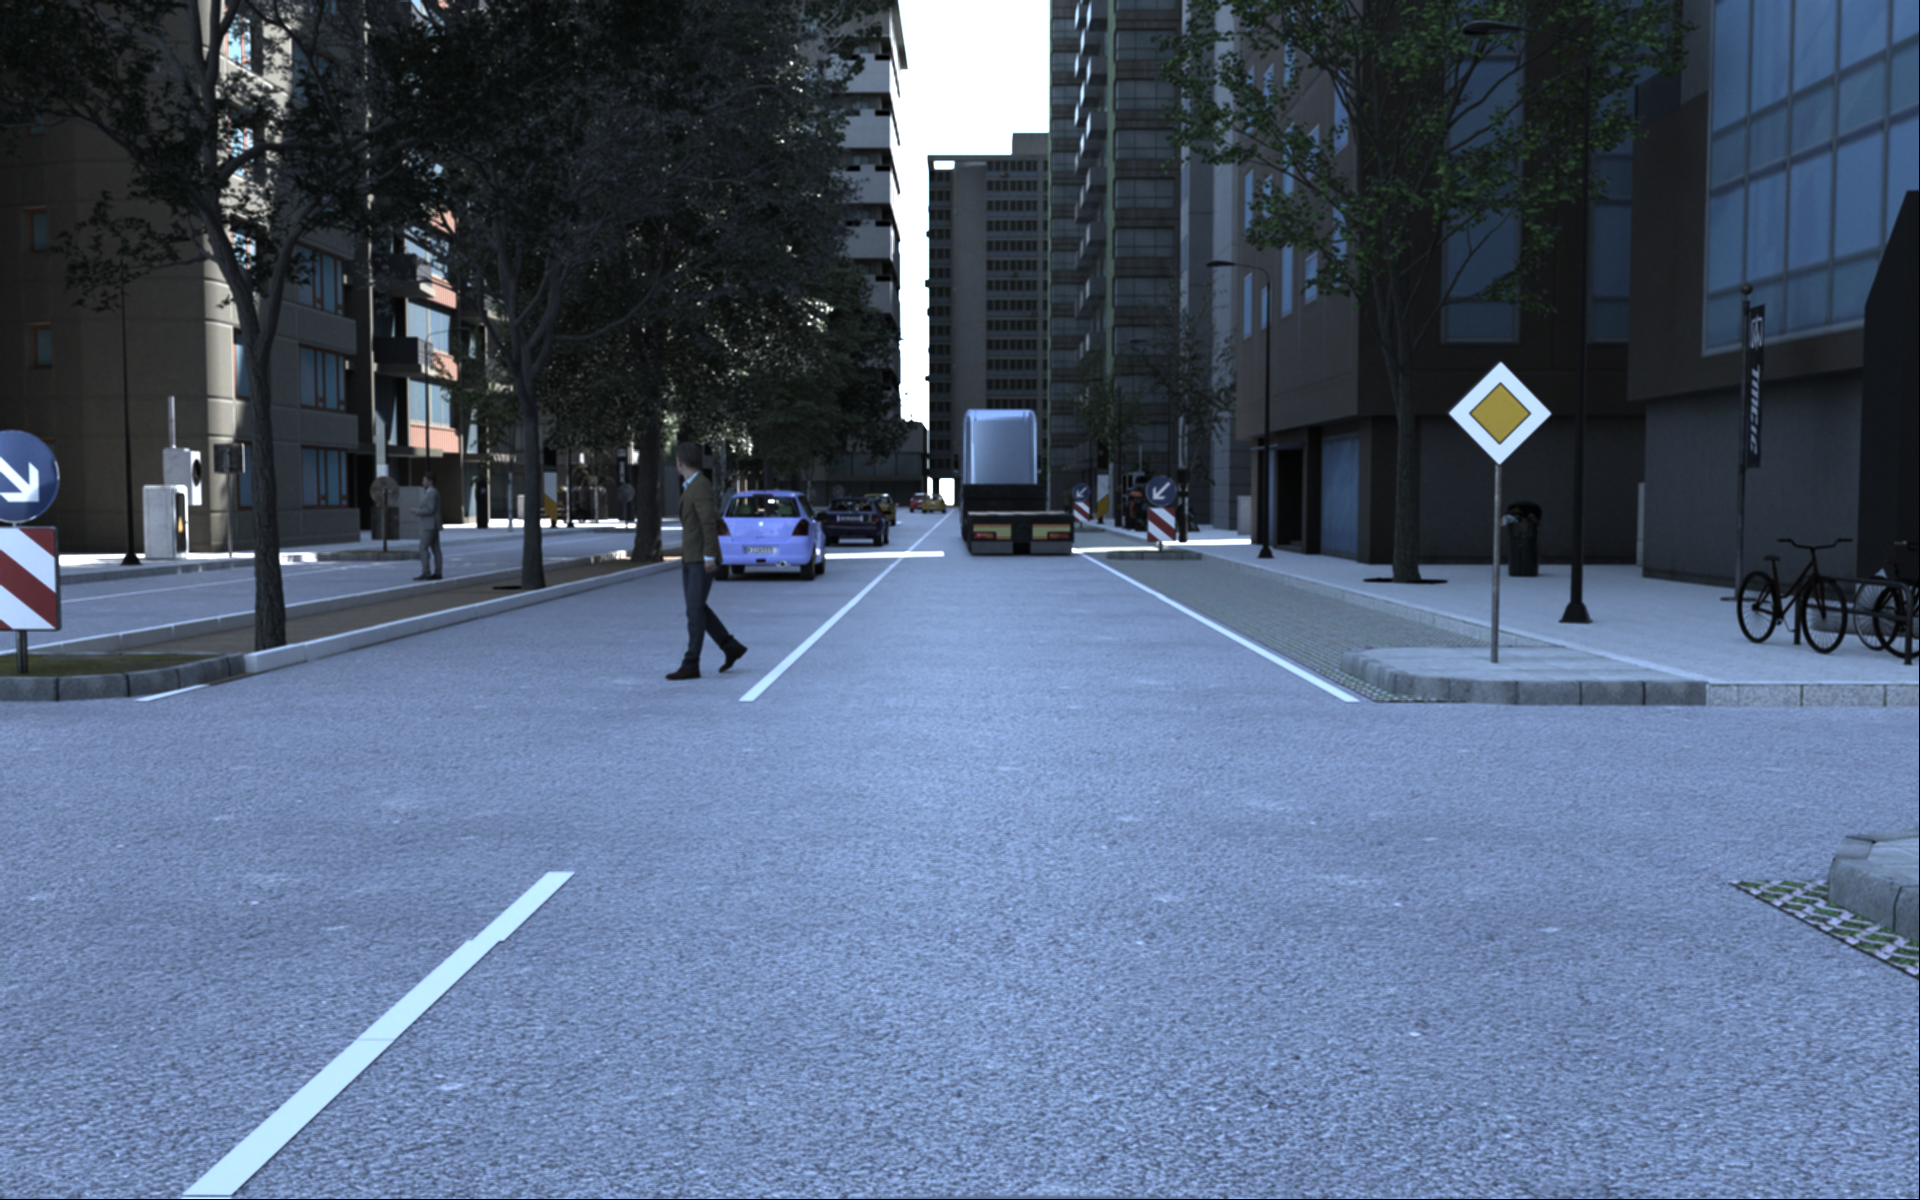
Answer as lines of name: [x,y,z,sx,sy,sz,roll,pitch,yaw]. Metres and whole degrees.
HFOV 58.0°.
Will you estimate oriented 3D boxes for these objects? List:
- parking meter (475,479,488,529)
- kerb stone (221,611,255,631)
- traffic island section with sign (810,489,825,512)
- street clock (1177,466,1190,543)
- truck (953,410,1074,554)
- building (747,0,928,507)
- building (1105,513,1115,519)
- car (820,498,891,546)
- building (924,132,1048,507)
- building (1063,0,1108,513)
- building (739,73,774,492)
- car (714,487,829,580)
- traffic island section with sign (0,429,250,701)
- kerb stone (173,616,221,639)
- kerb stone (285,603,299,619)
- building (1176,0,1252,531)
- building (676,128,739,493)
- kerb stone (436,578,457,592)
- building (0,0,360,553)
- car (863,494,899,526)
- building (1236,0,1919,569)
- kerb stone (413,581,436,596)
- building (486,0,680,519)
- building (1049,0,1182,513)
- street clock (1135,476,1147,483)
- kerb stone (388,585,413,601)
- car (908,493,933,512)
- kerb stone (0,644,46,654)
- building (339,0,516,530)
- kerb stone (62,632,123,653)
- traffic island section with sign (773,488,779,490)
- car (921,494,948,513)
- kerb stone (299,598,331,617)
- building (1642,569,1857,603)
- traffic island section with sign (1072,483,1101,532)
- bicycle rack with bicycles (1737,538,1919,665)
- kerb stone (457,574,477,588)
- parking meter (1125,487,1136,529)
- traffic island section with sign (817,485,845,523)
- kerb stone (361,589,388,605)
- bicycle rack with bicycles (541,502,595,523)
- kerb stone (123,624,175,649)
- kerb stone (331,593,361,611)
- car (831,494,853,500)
parking meter: [-17.817,-3.596,64.512,0.399,1.863,0.255,-3,5,-40]
kerb stone: [-7.722,0.230,18.441,0.120,0.150,1.000,0,4,0]
traffic island section with sign: [-12.072,-8.175,142.295,1.989,1.847,2.006,0,4,0]
street clock: [5.870,-2.504,45.505,0.358,2.002,0.471,1,4,23]
truck: [1.332,-3.646,49.369,2.967,4.110,18.799,0,4,-1]
building: [-17.513,-36.453,185.251,27.495,52.752,28.713,0,4,0]
building: [15.057,-25.232,96.143,14.154,41.232,14.086,0,4,0]
car: [-2.934,-2.213,48.767,1.945,1.354,3.894,0,4,1]
building: [8.249,-30.375,188.508,23.993,40.220,32.217,0,4,0]
building: [19.423,-30.496,118.212,23.786,49.044,30.456,0,4,0]
building: [-28.380,-27.871,147.573,23.993,40.220,32.217,0,4,0]
car: [-3.264,-1.251,30.047,1.945,1.707,3.694,0,4,-1]
traffic island section with sign: [-6.697,-0.292,12.916,2.006,1.907,1.989,0,4,0]
kerb stone: [-7.735,0.293,17.412,0.120,0.150,1.000,0,4,0]
kerb stone: [-7.716,0.169,19.466,0.120,0.150,1.000,0,4,0]
building: [20.039,-32.482,73.082,21.231,58.520,28.212,0,4,0]
building: [-22.068,-20.686,109.916,14.160,30.474,14.107,0,4,0]
kerb stone: [-7.681,-0.209,25.610,0.120,0.150,1.000,0,4,0]
building: [-30.004,-11.403,31.479,27.650,21.520,28.899,0,4,0]
car: [-3.794,-4.224,79.290,2.015,1.641,3.980,0,4,-1]
building: [14.038,-23.648,36.755,14.600,45.320,14.200,0,4,0]
kerb stone: [-7.691,-0.146,24.581,0.120,0.150,1.000,0,4,0]
building: [-23.810,-25.194,95.516,14.154,41.232,14.086,0,4,0]
building: [14.090,-27.958,140.713,14.154,41.232,14.086,0,4,0]
street clock: [7.234,-3.958,69.276,0.358,2.002,0.471,3,5,41]
kerb stone: [-7.697,-0.083,23.559,0.120,0.150,1.000,0,4,0]
car: [-3.018,-7.786,136.348,2.155,1.783,4.494,0,4,0]
kerb stone: [-7.752,0.482,14.322,0.120,0.150,1.000,0,4,0]
building: [-30.611,-25.258,67.588,22.147,44.769,28.867,0,4,0]
kerb stone: [-7.751,0.419,15.350,0.120,0.150,1.000,0,4,0]
traffic island section with sign: [-12.243,-6.527,115.341,1.989,1.847,2.006,0,4,0]
car: [-1.935,-7.337,130.184,2.015,1.641,3.980,0,4,2]
kerb stone: [-7.717,0.104,20.490,0.120,0.150,1.000,0,4,0]
building: [17.172,-22.512,18.182,14.200,45.320,14.600,0,4,0]
traffic island section with sign: [4.417,-3.461,65.223,1.989,1.847,2.006,0,4,0]
bicycle rack with bicycles: [7.881,-0.020,13.704,2.852,0.926,2.925,0,4,2]
kerb stone: [-7.672,-0.272,26.643,0.120,0.150,1.000,0,4,0]
parking meter: [6.231,-3.359,63.324,0.372,1.533,0.369,0,3,0]
traffic island section with sign: [-6.241,-4.888,88.053,2.006,1.907,1.989,0,4,0]
kerb stone: [-7.700,-0.019,22.534,0.120,0.150,1.000,0,4,0]
bicycle rack with bicycles: [-17.562,-3.949,77.953,2.852,0.926,2.925,2,4,35]
kerb stone: [-7.738,0.359,16.376,0.120,0.150,1.000,0,4,0]
kerb stone: [-7.709,0.042,21.512,0.120,0.150,1.000,0,4,0]
car: [-9.253,-7.857,138.253,2.009,1.686,4.222,0,3,0]
